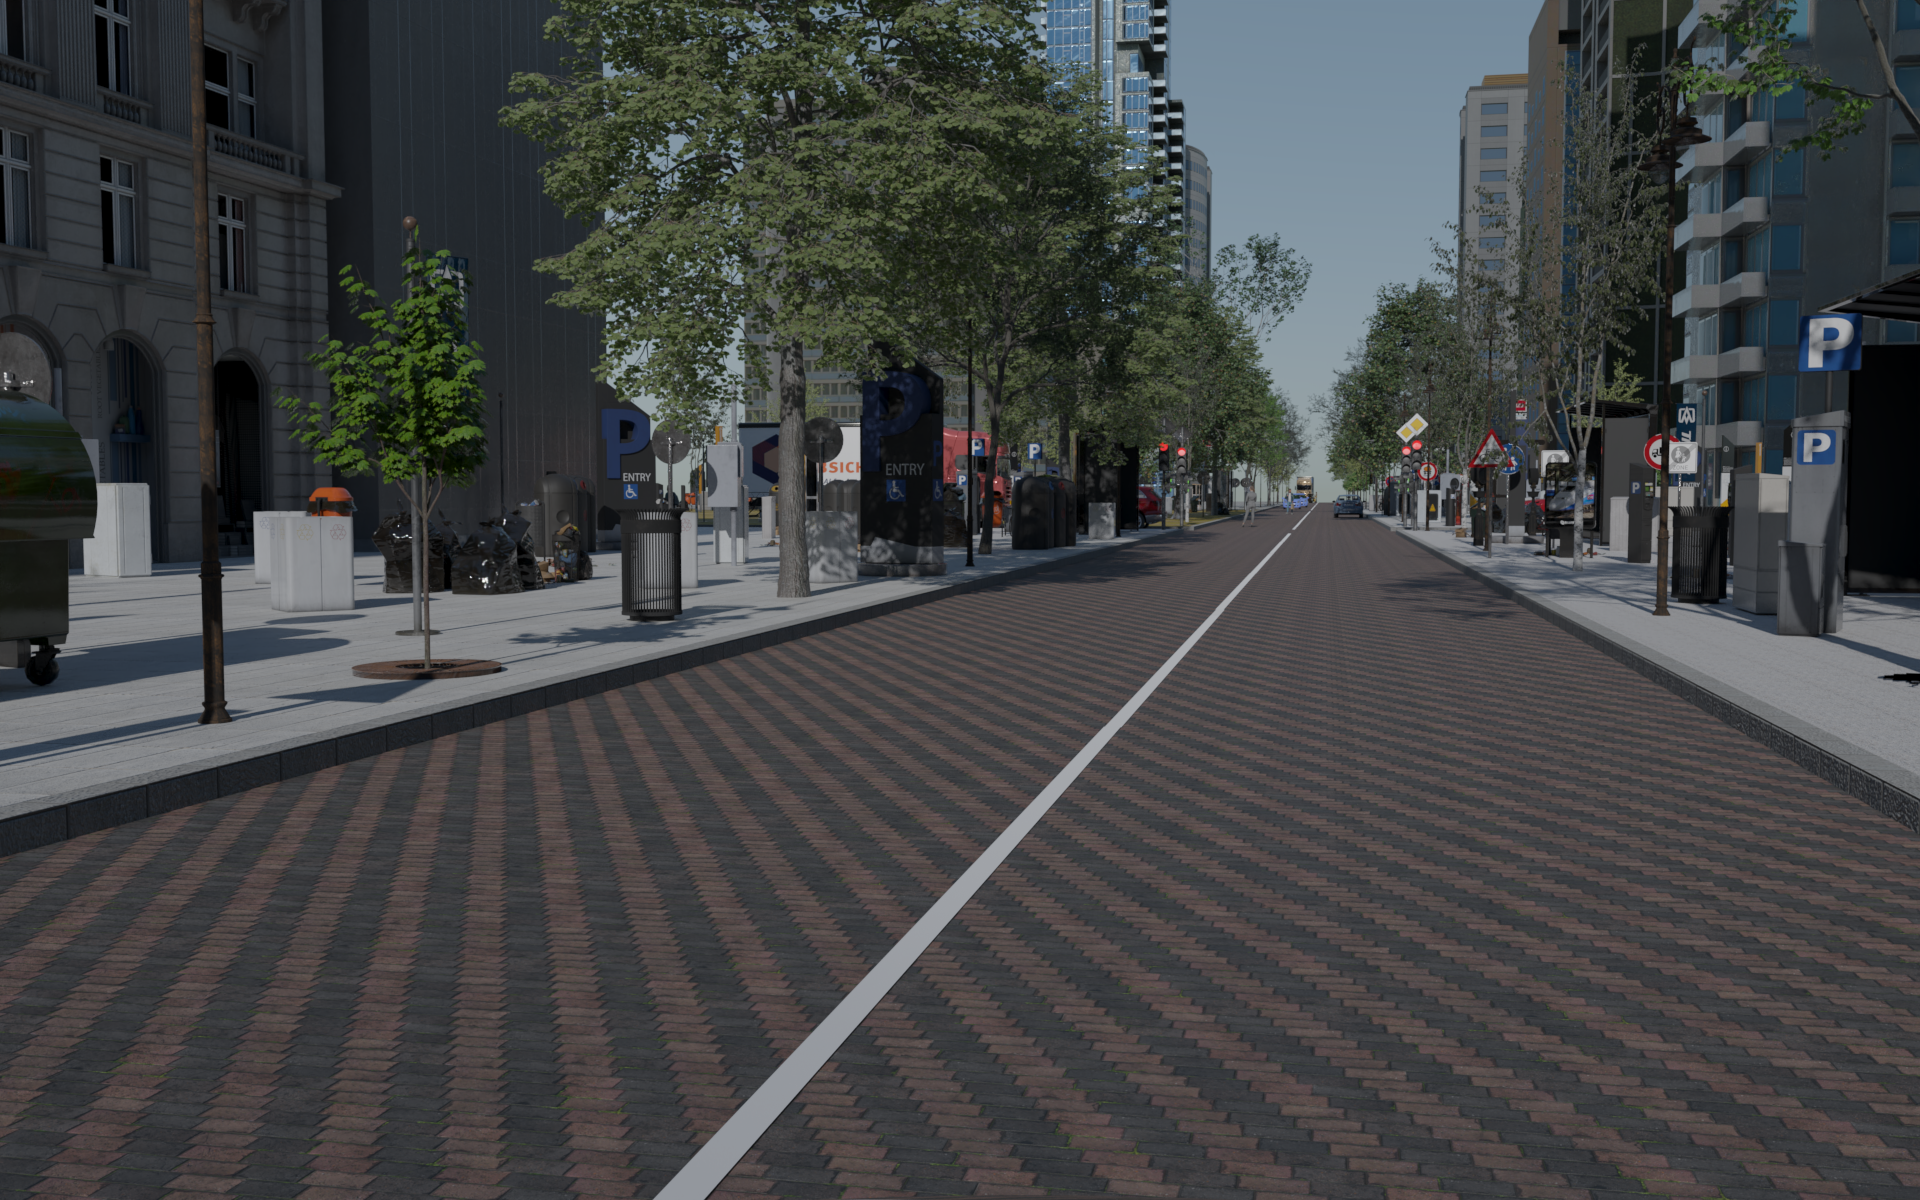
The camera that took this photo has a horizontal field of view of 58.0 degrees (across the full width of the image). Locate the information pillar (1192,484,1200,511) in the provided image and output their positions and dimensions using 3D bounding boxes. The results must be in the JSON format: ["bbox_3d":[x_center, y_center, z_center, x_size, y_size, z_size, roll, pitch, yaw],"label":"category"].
[{"bbox_3d":[17.242,-7.512,127.308,0.304,2.012,0.304,1,4,16],"label":"information pillar"}]

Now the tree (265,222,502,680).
[{"bbox_3d":[-3.814,-1.094,12.496,1.663,3.219,1.824,0,3,0],"label":"tree"}]

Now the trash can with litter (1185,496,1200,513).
[{"bbox_3d":[16.126,-6.650,120.107,1.055,1.170,0.624,-3,5,-42],"label":"trash can with litter"}]

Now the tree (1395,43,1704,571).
[{"bbox_3d":[10.211,-4.798,28.807,4.360,8.622,3.978,0,3,0],"label":"tree"}]

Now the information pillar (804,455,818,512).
[{"bbox_3d":[-2.757,-1.629,31.132,0.304,2.012,0.304,-3,5,-43],"label":"information pillar"}]

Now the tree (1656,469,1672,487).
[{"bbox_3d":[44.325,-7.885,112.636,4.285,4.588,4.351,0,3,0],"label":"tree"}]

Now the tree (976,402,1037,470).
[{"bbox_3d":[3.625,-10.098,115.460,4.737,8.622,4.395,0,3,0],"label":"tree"}]

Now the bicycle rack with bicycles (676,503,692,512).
[{"bbox_3d":[-20.351,-6.565,120.724,2.925,0.926,2.852,0,4,4],"label":"bicycle rack with bicycles"}]

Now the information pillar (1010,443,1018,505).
[{"bbox_3d":[2.373,-5.294,77.911,0.504,3.616,0.183,1,4,18],"label":"information pillar"}]

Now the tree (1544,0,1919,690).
[{"bbox_3d":[6.779,-5.222,11.140,9.928,11.665,9.643,0,3,0],"label":"tree"}]

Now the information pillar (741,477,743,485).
[{"bbox_3d":[-8.081,-3.574,62.921,0.304,2.012,0.304,1,4,20],"label":"information pillar"}]

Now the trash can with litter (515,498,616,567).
[{"bbox_3d":[-7.266,-1.204,30.735,2.233,1.210,1.678,0,4,2],"label":"trash can with litter"}]

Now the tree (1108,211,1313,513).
[{"bbox_3d":[16.534,-15.963,116.883,12.611,20.169,13.585,0,3,0],"label":"tree"}]

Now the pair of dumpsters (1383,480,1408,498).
[{"bbox_3d":[29.282,-6.959,116.280,1.574,2.255,4.437,1,4,12],"label":"pair of dumpsters"}]

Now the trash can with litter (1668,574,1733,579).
[{"bbox_3d":[11.899,-0.935,26.349,2.233,1.210,1.678,1,4,13],"label":"trash can with litter"}]

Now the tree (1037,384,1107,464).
[{"bbox_3d":[7.944,-9.650,108.140,4.737,8.622,4.395,0,3,0],"label":"tree"}]

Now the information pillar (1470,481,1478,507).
[{"bbox_3d":[28.836,-6.466,97.070,0.183,3.616,0.504,-3,4,-38],"label":"information pillar"}]

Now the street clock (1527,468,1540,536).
[{"bbox_3d":[15.944,-2.668,48.194,0.358,2.002,0.471,1,4,9],"label":"street clock"}]

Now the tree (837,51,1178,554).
[{"bbox_3d":[0.841,-6.246,36.532,7.601,10.594,8.767,2,4,23],"label":"tree"}]

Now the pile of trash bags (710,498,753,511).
[{"bbox_3d":[-17.872,-7.674,135.219,3.447,1.369,1.912,0,4,5],"label":"pile of trash bags"}]

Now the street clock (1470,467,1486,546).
[{"bbox_3d":[12.833,-2.339,42.812,0.471,2.002,0.358,-3,5,-41],"label":"street clock"}]

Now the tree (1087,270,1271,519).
[{"bbox_3d":[11.309,-10.527,89.132,9.611,12.733,9.660,0,3,0],"label":"tree"}]

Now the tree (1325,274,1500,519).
[{"bbox_3d":[23.830,-10.619,90.630,9.611,12.733,9.660,0,3,0],"label":"tree"}]

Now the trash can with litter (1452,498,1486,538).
[{"bbox_3d":[14.988,-2.411,50.805,1.055,1.170,0.624,2,4,27],"label":"trash can with litter"}]

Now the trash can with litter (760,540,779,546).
[{"bbox_3d":[-4.416,-1.999,43.741,1.678,1.210,2.233,2,4,29],"label":"trash can with litter"}]

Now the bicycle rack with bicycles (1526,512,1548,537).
[{"bbox_3d":[17.984,-2.243,50.057,2.925,0.926,2.852,1,4,23],"label":"bicycle rack with bicycles"}]

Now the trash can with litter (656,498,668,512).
[{"bbox_3d":[-14.713,-4.343,82.073,1.678,1.210,2.233,-3,5,-44],"label":"trash can with litter"}]

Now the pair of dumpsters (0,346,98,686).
[{"bbox_3d":[-6.947,-0.437,9.633,1.574,2.255,4.437,1,4,12],"label":"pair of dumpsters"}]

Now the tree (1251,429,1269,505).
[{"bbox_3d":[35.021,-17.423,195.230,12.009,13.543,11.850,0,3,0],"label":"tree"}]

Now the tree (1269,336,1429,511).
[{"bbox_3d":[31.035,-13.382,129.158,12.009,13.543,11.850,0,3,0],"label":"tree"}]

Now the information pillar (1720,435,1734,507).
[{"bbox_3d":[30.334,-4.719,68.509,0.504,3.616,0.183,0,4,-3],"label":"information pillar"}]

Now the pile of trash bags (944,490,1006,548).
[{"bbox_3d":[-0.401,-1.973,42.014,3.447,1.369,1.912,-2,4,-33],"label":"pile of trash bags"}]

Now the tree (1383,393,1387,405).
[{"bbox_3d":[22.202,-8.073,82.357,4.360,8.622,3.978,0,3,0],"label":"tree"}]

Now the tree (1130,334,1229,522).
[{"bbox_3d":[10.212,-7.883,79.245,4.360,8.622,3.978,0,3,0],"label":"tree"}]

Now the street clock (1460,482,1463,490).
[{"bbox_3d":[31.066,-6.301,107.593,0.358,2.002,0.471,0,4,7],"label":"street clock"}]

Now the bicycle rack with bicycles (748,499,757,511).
[{"bbox_3d":[-15.910,-7.060,128.817,2.852,0.926,2.925,-3,5,-42],"label":"bicycle rack with bicycles"}]

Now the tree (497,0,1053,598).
[{"bbox_3d":[-1.721,-6.293,21.013,7.486,12.596,7.792,0,3,0],"label":"tree"}]

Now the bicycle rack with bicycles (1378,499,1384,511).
[{"bbox_3d":[32.745,-7.264,132.140,2.925,0.926,2.852,-2,4,-30],"label":"bicycle rack with bicycles"}]

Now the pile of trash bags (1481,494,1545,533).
[{"bbox_3d":[18.257,-2.959,58.128,1.912,1.369,3.447,0,4,-8],"label":"pile of trash bags"}]

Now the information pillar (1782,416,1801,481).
[{"bbox_3d":[25.111,-3.728,52.305,0.183,3.616,0.504,-3,5,-42],"label":"information pillar"}]

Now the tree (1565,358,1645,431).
[{"bbox_3d":[34.811,-8.731,93.113,4.737,8.622,4.395,0,3,0],"label":"tree"}]

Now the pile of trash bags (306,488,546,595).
[{"bbox_3d":[-7.241,-0.821,23.180,3.447,1.369,1.912,1,4,18],"label":"pile of trash bags"}]

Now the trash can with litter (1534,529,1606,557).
[{"bbox_3d":[12.867,-1.544,36.302,2.233,1.210,1.678,-2,4,-34],"label":"trash can with litter"}]

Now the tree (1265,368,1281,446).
[{"bbox_3d":[15.588,-11.350,103.696,7.486,12.596,7.792,0,3,0],"label":"tree"}]

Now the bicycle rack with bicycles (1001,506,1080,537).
[{"bbox_3d":[2.353,-2.396,52.555,2.852,0.926,2.925,0,4,6],"label":"bicycle rack with bicycles"}]

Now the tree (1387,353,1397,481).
[{"bbox_3d":[15.442,-6.216,51.988,4.360,8.622,3.978,0,3,0],"label":"tree"}]

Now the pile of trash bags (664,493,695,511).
[{"bbox_3d":[-23.309,-7.963,139.947,3.447,1.369,1.912,1,4,10],"label":"pile of trash bags"}]

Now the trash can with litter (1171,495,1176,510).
[{"bbox_3d":[16.696,-7.619,135.957,0.624,1.170,1.055,-1,4,-11],"label":"trash can with litter"}]

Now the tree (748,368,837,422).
[{"bbox_3d":[-9.788,-9.176,100.391,4.737,8.622,4.395,0,3,0],"label":"tree"}]

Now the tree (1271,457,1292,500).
[{"bbox_3d":[50.781,-19.896,275.654,4.360,8.622,3.978,0,3,0],"label":"tree"}]

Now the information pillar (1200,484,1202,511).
[{"bbox_3d":[18.252,-7.810,132.186,0.304,2.012,0.304,-3,5,-43],"label":"information pillar"}]

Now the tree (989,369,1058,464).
[{"bbox_3d":[3.029,-8.748,93.387,4.360,8.622,3.978,0,3,0],"label":"tree"}]

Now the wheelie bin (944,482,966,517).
[{"bbox_3d":[-0.234,-2.380,46.820,0.693,1.594,0.980,2,4,30],"label":"wheelie bin"}]

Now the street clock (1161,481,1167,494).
[{"bbox_3d":[11.550,-5.720,98.084,0.358,2.002,0.471,1,4,20],"label":"street clock"}]
